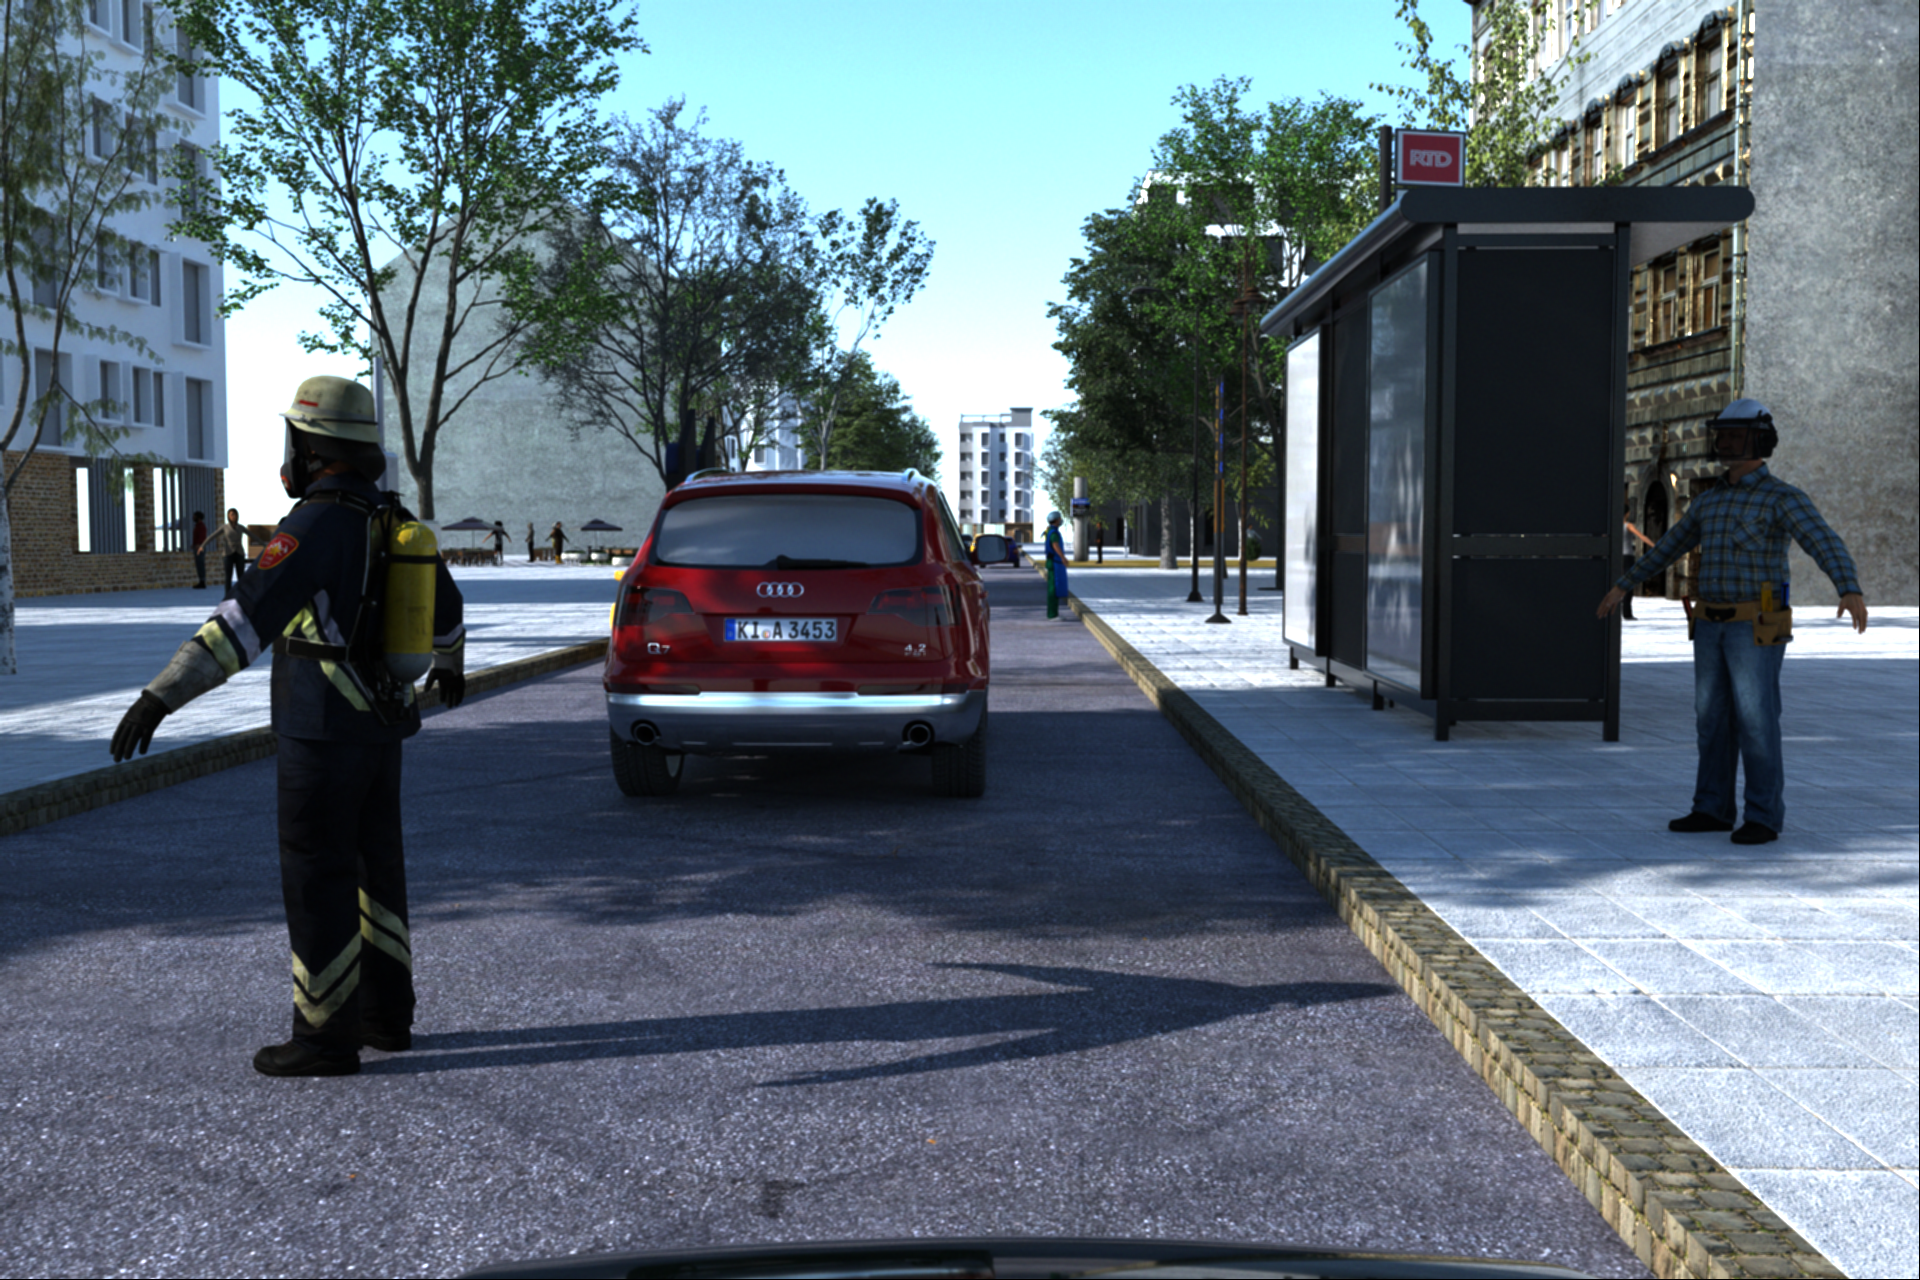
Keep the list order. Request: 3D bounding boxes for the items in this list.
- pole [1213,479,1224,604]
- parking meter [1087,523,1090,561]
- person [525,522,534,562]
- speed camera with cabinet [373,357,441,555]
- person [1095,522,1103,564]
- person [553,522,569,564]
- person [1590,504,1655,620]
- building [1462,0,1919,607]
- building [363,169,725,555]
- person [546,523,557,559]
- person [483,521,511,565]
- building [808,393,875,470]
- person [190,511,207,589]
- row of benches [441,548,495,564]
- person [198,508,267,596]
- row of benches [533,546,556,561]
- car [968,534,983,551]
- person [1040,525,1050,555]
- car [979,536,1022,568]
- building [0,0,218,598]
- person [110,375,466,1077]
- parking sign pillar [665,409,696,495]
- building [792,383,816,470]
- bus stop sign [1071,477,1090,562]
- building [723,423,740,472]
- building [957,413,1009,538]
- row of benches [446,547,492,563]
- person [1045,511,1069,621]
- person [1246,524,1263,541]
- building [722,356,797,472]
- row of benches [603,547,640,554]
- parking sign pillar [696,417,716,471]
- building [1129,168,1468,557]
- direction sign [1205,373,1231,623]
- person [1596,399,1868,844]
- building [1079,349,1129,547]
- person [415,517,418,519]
[{"bbox_3d":[4.721,-2.307,31.564,0.158,3.312,0.155,0,3,0],"label":"pole"},{"bbox_3d":[5.972,-4.698,82.516,0.399,1.863,0.255,0,4,1],"label":"parking meter"},{"bbox_3d":[-19.591,-4.453,78.938,0.705,1.813,1.348,0,4,-4],"label":"person"},{"bbox_3d":[-6.661,-1.578,20.141,0.660,3.252,2.038,0,4,2],"label":"speed camera with cabinet"},{"bbox_3d":[6.052,-4.230,75.383,0.704,1.802,1.346,0,4,-1],"label":"person"},{"bbox_3d":[-17.248,-4.190,74.637,0.704,1.812,1.346,1,4,14],"label":"person"},{"bbox_3d":[9.937,-1.165,25.854,0.721,1.737,1.217,-3,4,-36],"label":"person"},{"bbox_3d":[23.143,-12.713,38.790,19.493,23.208,18.063,0,4,1],"label":"building"},{"bbox_3d":[-26.188,-17.269,113.282,19.493,23.208,18.063,0,4,1],"label":"building"},{"bbox_3d":[-20.828,-5.100,89.145,0.705,1.858,1.354,2,4,23],"label":"person"},{"bbox_3d":[-19.182,-4.022,71.909,0.704,1.843,1.345,3,5,42],"label":"person"},{"bbox_3d":[-19.755,-22.425,233.106,16.747,18.905,31.486,0,4,1],"label":"building"},{"bbox_3d":[-17.891,-2.114,40.679,0.704,1.816,1.345,-2,4,-28],"label":"person"},{"bbox_3d":[-21.377,-3.607,74.433,1.422,0.672,4.104,1,4,19],"label":"row of benches"},{"bbox_3d":[-12.722,-1.445,30.387,1.215,1.744,0.721,-2,4,-32],"label":"person"},{"bbox_3d":[-20.212,-4.198,84.107,1.422,0.672,4.104,0,4,-4],"label":"row of benches"},{"bbox_3d":[1.472,-5.443,99.216,2.015,1.641,3.980,0,4,1],"label":"car"},{"bbox_3d":[5.365,-6.085,105.454,1.349,1.833,0.705,-2,4,-35],"label":"person"},{"bbox_3d":[1.701,-3.773,74.274,1.945,1.354,3.894,0,4,2],"label":"car"},{"bbox_3d":[-23.948,-10.654,30.617,16.016,20.090,11.380,0,4,2],"label":"building"},{"bbox_3d":[-1.700,0.216,4.698,0.705,1.856,1.354,1,4,18],"label":"person"},{"bbox_3d":[-5.890,-2.947,36.652,1.447,3.967,1.447,0,4,1],"label":"parking sign pillar"},{"bbox_3d":[-23.237,-21.223,203.412,16.016,20.090,11.380,0,4,1],"label":"building"},{"bbox_3d":[5.582,-5.572,80.113,0.837,3.901,0.837,0,4,1],"label":"bus stop sign"},{"bbox_3d":[-22.255,-12.064,139.388,9.099,9.664,28.070,0,4,1],"label":"building"},{"bbox_3d":[0.063,-24.609,261.231,11.380,20.090,16.016,0,4,-7],"label":"building"},{"bbox_3d":[-22.549,-3.896,79.167,1.422,0.672,4.104,1,4,9],"label":"row of benches"},{"bbox_3d":[1.603,-1.233,28.744,0.704,1.817,1.347,0,4,-4],"label":"person"},{"bbox_3d":[15.434,-5.249,92.001,1.347,1.806,0.705,-1,4,-17],"label":"person"},{"bbox_3d":[-23.765,-19.990,183.248,16.016,20.090,11.380,0,4,2],"label":"building"},{"bbox_3d":[-16.278,-4.170,83.639,1.422,0.672,4.104,-2,4,-33],"label":"row of benches"},{"bbox_3d":[-5.851,-3.108,39.284,1.447,3.967,1.447,0,4,2],"label":"parking sign pillar"},{"bbox_3d":[24.883,-16.466,113.189,27.936,21.610,32.646,0,4,1],"label":"building"},{"bbox_3d":[3.730,-2.014,24.921,0.379,3.537,0.876,0,4,1],"label":"direction sign"},{"bbox_3d":[3.274,-0.091,7.321,0.704,1.849,1.345,-2,4,-25],"label":"person"},{"bbox_3d":[26.961,-21.292,192.097,27.936,21.610,32.646,0,4,1],"label":"building"},{"bbox_3d":[-16.887,-2.911,53.738,1.347,1.811,0.704,3,5,43],"label":"person"}]
